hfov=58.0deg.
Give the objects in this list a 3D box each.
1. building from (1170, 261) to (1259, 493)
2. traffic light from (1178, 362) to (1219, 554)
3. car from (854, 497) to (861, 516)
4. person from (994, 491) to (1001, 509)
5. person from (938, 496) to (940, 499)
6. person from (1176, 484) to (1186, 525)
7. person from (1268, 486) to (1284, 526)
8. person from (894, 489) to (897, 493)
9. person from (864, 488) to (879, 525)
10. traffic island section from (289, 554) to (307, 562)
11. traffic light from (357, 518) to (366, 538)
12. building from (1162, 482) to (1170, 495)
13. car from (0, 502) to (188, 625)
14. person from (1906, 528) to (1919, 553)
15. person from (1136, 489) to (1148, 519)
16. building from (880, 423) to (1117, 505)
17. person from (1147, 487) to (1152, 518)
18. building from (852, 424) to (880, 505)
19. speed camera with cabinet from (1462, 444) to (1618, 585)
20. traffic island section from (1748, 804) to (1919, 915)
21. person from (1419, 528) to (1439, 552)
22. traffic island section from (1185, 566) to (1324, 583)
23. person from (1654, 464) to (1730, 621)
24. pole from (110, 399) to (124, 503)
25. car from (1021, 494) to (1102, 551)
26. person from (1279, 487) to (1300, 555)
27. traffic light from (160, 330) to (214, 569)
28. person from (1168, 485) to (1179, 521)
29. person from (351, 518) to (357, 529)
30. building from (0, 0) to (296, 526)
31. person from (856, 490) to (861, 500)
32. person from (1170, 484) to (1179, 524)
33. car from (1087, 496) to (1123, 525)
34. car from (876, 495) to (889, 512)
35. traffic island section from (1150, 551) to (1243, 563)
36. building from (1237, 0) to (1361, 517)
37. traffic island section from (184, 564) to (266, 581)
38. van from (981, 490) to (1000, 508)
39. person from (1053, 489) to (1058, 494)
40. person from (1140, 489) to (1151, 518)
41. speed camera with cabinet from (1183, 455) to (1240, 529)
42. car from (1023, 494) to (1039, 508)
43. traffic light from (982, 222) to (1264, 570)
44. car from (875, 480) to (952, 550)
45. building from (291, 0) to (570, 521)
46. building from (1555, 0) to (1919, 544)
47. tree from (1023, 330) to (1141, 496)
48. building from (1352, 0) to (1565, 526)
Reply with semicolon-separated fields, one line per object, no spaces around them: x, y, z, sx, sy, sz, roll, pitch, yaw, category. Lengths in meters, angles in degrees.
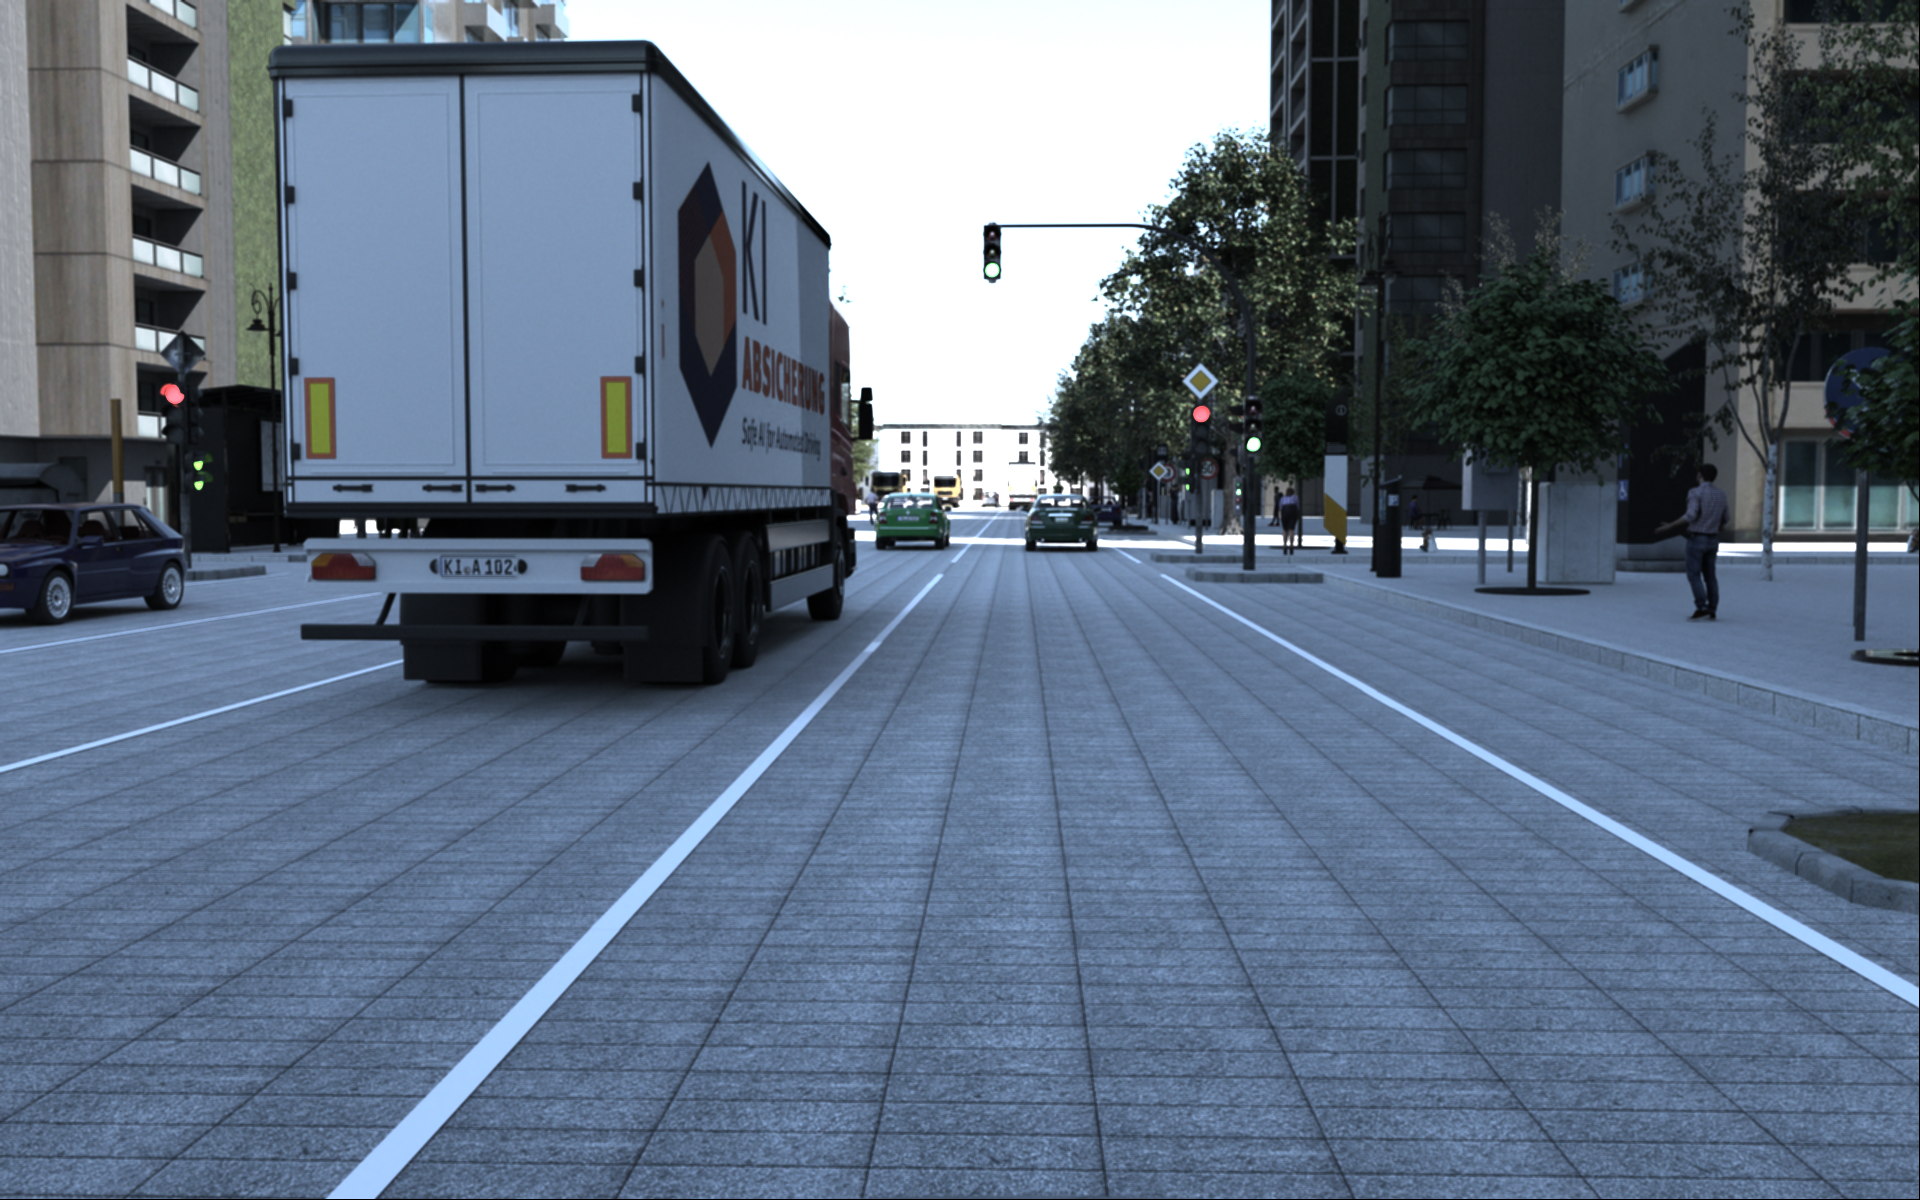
26.177;-16.287;132.752;16.747;18.905;31.486;0;4;2;building
5.120;-2.949;37.142;0.839;4.253;0.868;0;4;2;traffic light
-7.690;-6.367;116.465;2.083;1.381;4.827;0;3;0;car
3.697;-9.931;171.324;0.683;1.767;0.568;0;4;8;person
-1.081;-3.817;74.822;0.435;1.345;0.340;0;4;8;person
9.165;-3.945;71.270;0.376;1.734;0.841;-2;4;-28;person
12.685;-3.765;69.476;0.662;1.594;0.647;1;4;9;person
-4.405;-6.767;119.239;1.348;1.812;0.705;1;4;19;person
-4.022;-4.336;80.326;0.756;1.711;0.436;2;4;34;person
-13.091;-0.953;37.861;2.009;0.180;2.903;0;4;2;traffic island section
-10.958;-3.855;37.691;4.771;5.953;1.251;0;4;2;traffic light
27.606;-18.207;164.149;16.747;18.905;31.486;0;4;2;building
-10.654;-0.464;20.166;1.945;1.354;3.894;0;4;3;car
20.787;-1.294;37.675;0.357;0.543;0.381;2;4;32;person
9.190;-4.979;87.581;0.434;1.807;0.598;-3;5;-42;person
4.977;-16.340;209.305;28.070;9.664;9.099;0;4;2;building
10.060;-5.181;92.212;0.517;1.644;0.566;1;4;14;person
-23.556;-16.384;210.023;28.070;9.664;9.099;0;4;2;building
8.268;-1.858;24.718;2.038;3.252;0.660;0;4;3;speed camera with cabinet
4.134;1.000;6.515;1.991;0.108;1.994;0;4;2;traffic island section
10.369;-1.328;38.239;0.381;0.543;0.357;-3;5;-40;person
4.896;-0.428;29.274;2.009;0.180;2.903;0;4;2;traffic island section
7.521;-0.583;17.541;0.963;1.587;0.435;-2;4;-29;person
-18.087;-2.652;37.204;0.158;3.312;0.155;0;3;0;pole
2.624;-2.020;44.819;2.131;1.459;4.920;0;4;3;car
6.947;-1.669;36.569;0.421;1.427;0.697;1;4;13;person
-13.316;-2.497;29.745;0.839;4.253;0.868;0;4;2;traffic light
10.083;-4.567;81.519;0.445;1.727;0.742;2;4;28;person
-22.030;-3.269;63.395;0.435;1.345;0.340;-3;5;-42;person
-29.717;-22.524;51.868;14.154;41.232;14.086;0;4;2;building
-10.600;-10.527;178.881;0.721;1.735;1.217;-3;5;-42;person
9.131;-4.061;73.363;0.541;1.710;0.530;-1;4;-22;person
6.170;-3.869;75.835;1.945;1.354;3.894;0;4;2;car
-3.802;-5.414;100.876;2.083;1.381;4.827;0;4;3;car
5.160;-0.916;37.255;2.009;0.180;2.903;0;4;2;traffic island section
27.476;-40.471;99.953;20.563;71.187;20.611;0;4;2;building
-13.355;-0.465;29.881;2.009;0.180;2.903;0;4;2;traffic island section
3.229;-10.862;184.598;2.013;2.044;4.112;0;4;4;van
7.171;-7.361;128.996;1.348;1.807;0.705;-3;4;-37;person
9.245;-4.806;86.822;0.569;1.553;0.471;1;4;22;person
9.163;-4.205;63.092;2.038;3.252;0.660;0;4;1;speed camera with cabinet
6.971;-9.636;167.338;2.009;1.686;4.222;0;4;1;car
2.763;-3.329;29.089;4.771;5.953;1.251;0;4;2;traffic light
-1.218;-2.275;45.986;1.959;1.807;4.718;0;4;3;car
-34.221;-29.014;93.993;23.786;49.044;30.456;0;4;2;building
30.776;-26.278;53.353;21.600;48.544;21.300;0;4;2;building
10.210;-13.100;124.559;12.009;13.543;11.850;0;3;0;tree
24.427;-18.610;75.970;14.160;30.474;14.107;0;4;2;building
